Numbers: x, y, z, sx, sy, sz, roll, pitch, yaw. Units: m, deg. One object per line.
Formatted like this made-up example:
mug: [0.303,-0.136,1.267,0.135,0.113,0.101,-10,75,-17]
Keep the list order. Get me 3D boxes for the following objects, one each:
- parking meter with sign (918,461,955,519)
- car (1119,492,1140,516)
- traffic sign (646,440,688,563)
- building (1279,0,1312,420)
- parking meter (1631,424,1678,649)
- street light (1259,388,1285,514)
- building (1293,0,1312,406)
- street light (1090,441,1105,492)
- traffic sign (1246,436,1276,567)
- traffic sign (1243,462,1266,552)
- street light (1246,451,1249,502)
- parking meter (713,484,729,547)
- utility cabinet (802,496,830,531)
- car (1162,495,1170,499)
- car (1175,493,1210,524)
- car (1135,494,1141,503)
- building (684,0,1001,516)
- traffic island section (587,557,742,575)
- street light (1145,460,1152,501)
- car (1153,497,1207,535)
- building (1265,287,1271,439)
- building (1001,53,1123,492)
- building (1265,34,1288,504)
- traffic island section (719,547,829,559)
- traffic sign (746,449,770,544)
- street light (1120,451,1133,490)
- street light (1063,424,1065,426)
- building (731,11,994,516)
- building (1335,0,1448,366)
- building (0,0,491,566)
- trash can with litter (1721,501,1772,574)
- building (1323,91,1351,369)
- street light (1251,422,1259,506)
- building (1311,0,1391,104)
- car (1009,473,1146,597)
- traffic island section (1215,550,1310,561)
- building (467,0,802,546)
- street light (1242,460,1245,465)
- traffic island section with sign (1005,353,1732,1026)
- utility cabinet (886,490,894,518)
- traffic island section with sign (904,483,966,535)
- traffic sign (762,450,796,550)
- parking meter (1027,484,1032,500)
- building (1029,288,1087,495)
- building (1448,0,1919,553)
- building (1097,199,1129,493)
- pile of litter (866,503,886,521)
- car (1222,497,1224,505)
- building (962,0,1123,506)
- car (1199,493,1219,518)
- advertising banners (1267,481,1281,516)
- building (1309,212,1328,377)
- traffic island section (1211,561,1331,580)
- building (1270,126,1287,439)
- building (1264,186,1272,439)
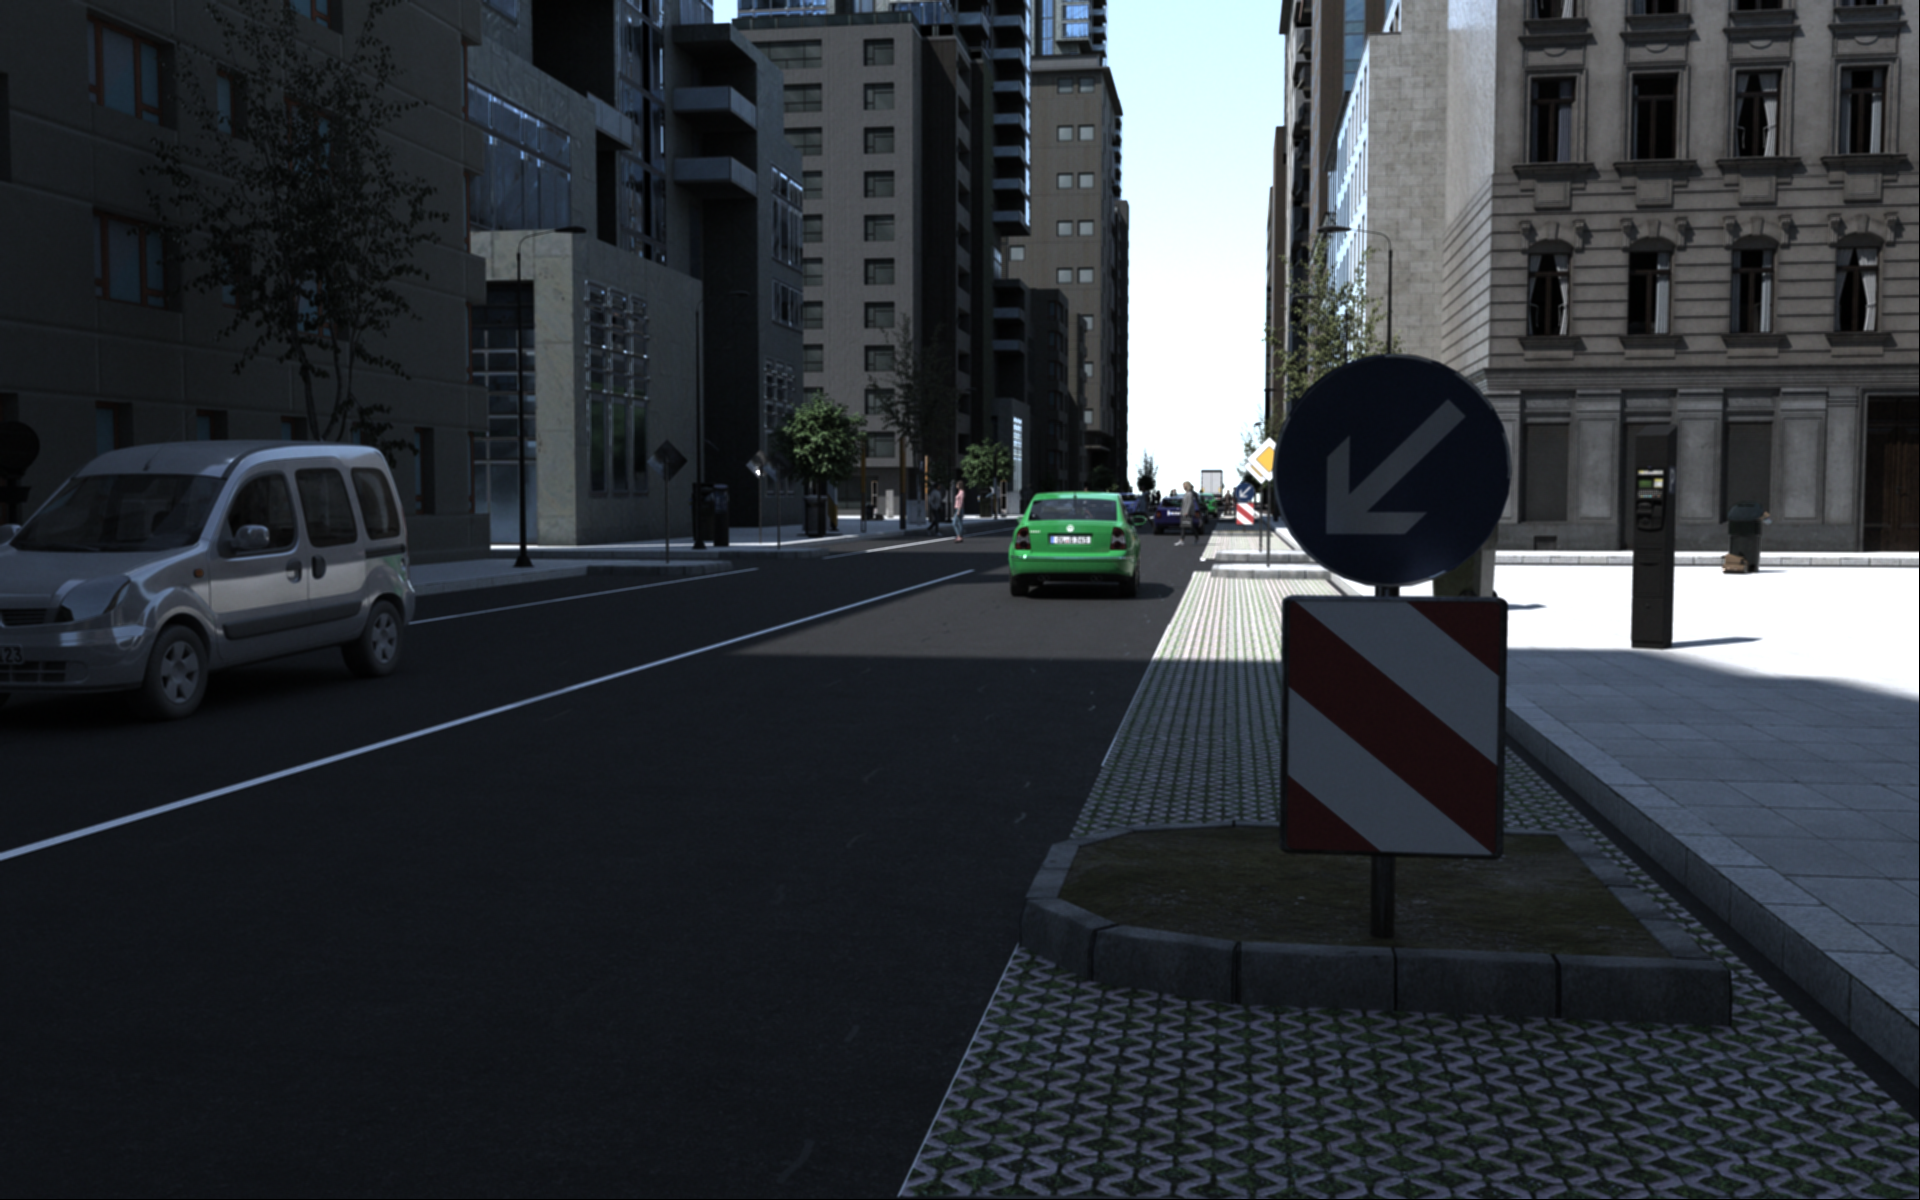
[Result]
parking meter with sign: [-1.285,-5.799,91.075,1.738,3.016,0.543,2,4,26]
car: [11.145,-6.537,116.466,1.945,1.707,3.694,1,4,11]
traffic sign: [-5.410,-1.734,31.999,0.795,2.450,0.064,1,4,9]
building: [45.670,-35.420,168.355,28.713,52.752,27.495,1,4,9]
parking meter: [5.785,-0.533,14.432,0.255,1.863,0.399,2,4,35]
street light: [14.031,-6.342,76.230,1.470,5.913,1.316,1,4,9]
building: [38.809,-29.760,141.199,22.147,44.769,28.867,1,4,9]
street light: [12.001,-10.993,152.269,1.470,5.913,1.316,1,4,9]
traffic sign: [5.399,-1.630,30.291,0.795,2.450,0.064,1,4,9]
traffic sign: [6.636,-2.112,38.180,0.795,2.450,0.064,1,4,9]
street light: [25.888,-10.912,150.954,1.470,5.913,1.316,1,4,9]
parking meter: [-5.841,-2.075,42.335,0.372,1.533,0.369,0,3,0]
utility cabinet: [-5.033,-3.034,60.762,1.020,1.237,0.306,-3,5,-39]
car: [25.891,-12.290,213.523,1.945,1.354,3.894,1,4,8]
car: [11.320,-4.688,85.444,1.959,1.807,4.718,1,4,10]
car: [18.370,-10.571,182.619,2.009,1.686,4.222,1,4,9]
building: [-5.149,-50.017,130.448,22.319,86.520,31.000,1,4,9]
traffic island section: [-5.435,-0.598,32.065,2.009,0.180,2.903,1,4,9]
street light: [24.774,-16.005,234.214,1.470,5.913,1.316,1,4,9]
car: [7.855,-3.019,61.947,1.945,1.354,3.894,1,4,9]
building: [49.441,-28.649,240.119,14.160,30.474,14.107,1,4,9]
building: [4.961,-38.221,214.157,28.713,52.752,27.495,1,4,9]
building: [49.600,-47.890,221.245,20.563,71.187,20.611,1,4,9]
traffic island section: [-4.198,-1.081,39.954,2.009,0.180,2.903,1,4,9]
traffic sign: [-5.175,-2.672,44.871,0.795,2.450,0.064,1,4,13]
street light: [19.073,-13.772,197.720,1.470,5.913,1.316,1,4,9]
street light: [6.312,-8.747,115.556,1.470,5.913,1.316,1,4,9]
building: [-5.795,-20.583,108.239,14.160,30.474,14.107,1,4,9]
building: [19.905,-12.855,64.937,10.420,20.320,16.860,1,4,9]
building: [-25.720,-10.841,22.283,28.899,21.520,27.650,1,4,9]
trash can with litter: [12.737,-1.022,28.094,0.624,1.170,1.055,2,4,34]
building: [22.709,-14.294,82.863,9.793,20.994,18.267,1,4,9]
street light: [20.155,-8.712,114.975,1.470,5.913,1.316,1,4,9]
building: [31.677,-28.773,120.541,14.600,45.320,14.200,1,4,9]
car: [1.758,-1.026,25.578,1.959,1.807,4.718,0,4,7]
traffic island section: [6.660,-0.977,38.254,2.009,0.180,2.903,1,4,9]
building: [-18.041,-45.515,56.845,22.319,86.520,31.000,1,4,9]
street light: [33.192,-13.793,198.061,1.470,5.913,1.316,1,4,9]
traffic island section with sign: [1.237,0.178,5.710,1.989,1.847,2.006,1,4,9]
utility cabinet: [-3.757,-5.115,92.307,0.318,1.500,1.173,0,4,-8]
traffic island section with sign: [-0.828,-3.229,61.416,1.989,1.847,2.006,1,4,9]
traffic sign: [-4.174,-2.217,39.889,0.795,2.450,0.064,1,4,9]
parking meter: [4.200,-6.099,105.431,0.255,1.863,0.399,2,4,29]
building: [-3.106,-19.409,162.370,27.650,21.520,28.899,1,4,9]
building: [21.373,-11.785,41.841,18.267,20.994,9.793,1,4,9]
building: [15.453,-33.733,235.122,14.154,41.232,14.086,1,4,9]
pile of litter: [-4.167,-4.313,84.484,1.176,0.858,1.719,3,5,40]
car: [33.053,-12.937,223.519,2.014,1.417,4.499,0,4,7]
building: [14.091,-57.748,256.846,22.319,86.520,31.000,1,4,9]
car: [14.732,-5.890,105.095,1.959,1.807,4.718,0,4,8]
advertising banners: [18.264,-6.388,100.626,0.090,3.025,2.074,-1,4,-13]
building: [26.151,-14.479,101.352,10.561,19.102,19.286,1,4,9]
traffic island section: [5.424,-0.494,30.364,2.009,0.180,2.903,1,4,9]
building: [44.033,-33.958,205.320,14.600,45.320,14.200,1,4,9]
building: [56.264,-38.706,256.539,21.300,48.544,21.600,1,4,9]
